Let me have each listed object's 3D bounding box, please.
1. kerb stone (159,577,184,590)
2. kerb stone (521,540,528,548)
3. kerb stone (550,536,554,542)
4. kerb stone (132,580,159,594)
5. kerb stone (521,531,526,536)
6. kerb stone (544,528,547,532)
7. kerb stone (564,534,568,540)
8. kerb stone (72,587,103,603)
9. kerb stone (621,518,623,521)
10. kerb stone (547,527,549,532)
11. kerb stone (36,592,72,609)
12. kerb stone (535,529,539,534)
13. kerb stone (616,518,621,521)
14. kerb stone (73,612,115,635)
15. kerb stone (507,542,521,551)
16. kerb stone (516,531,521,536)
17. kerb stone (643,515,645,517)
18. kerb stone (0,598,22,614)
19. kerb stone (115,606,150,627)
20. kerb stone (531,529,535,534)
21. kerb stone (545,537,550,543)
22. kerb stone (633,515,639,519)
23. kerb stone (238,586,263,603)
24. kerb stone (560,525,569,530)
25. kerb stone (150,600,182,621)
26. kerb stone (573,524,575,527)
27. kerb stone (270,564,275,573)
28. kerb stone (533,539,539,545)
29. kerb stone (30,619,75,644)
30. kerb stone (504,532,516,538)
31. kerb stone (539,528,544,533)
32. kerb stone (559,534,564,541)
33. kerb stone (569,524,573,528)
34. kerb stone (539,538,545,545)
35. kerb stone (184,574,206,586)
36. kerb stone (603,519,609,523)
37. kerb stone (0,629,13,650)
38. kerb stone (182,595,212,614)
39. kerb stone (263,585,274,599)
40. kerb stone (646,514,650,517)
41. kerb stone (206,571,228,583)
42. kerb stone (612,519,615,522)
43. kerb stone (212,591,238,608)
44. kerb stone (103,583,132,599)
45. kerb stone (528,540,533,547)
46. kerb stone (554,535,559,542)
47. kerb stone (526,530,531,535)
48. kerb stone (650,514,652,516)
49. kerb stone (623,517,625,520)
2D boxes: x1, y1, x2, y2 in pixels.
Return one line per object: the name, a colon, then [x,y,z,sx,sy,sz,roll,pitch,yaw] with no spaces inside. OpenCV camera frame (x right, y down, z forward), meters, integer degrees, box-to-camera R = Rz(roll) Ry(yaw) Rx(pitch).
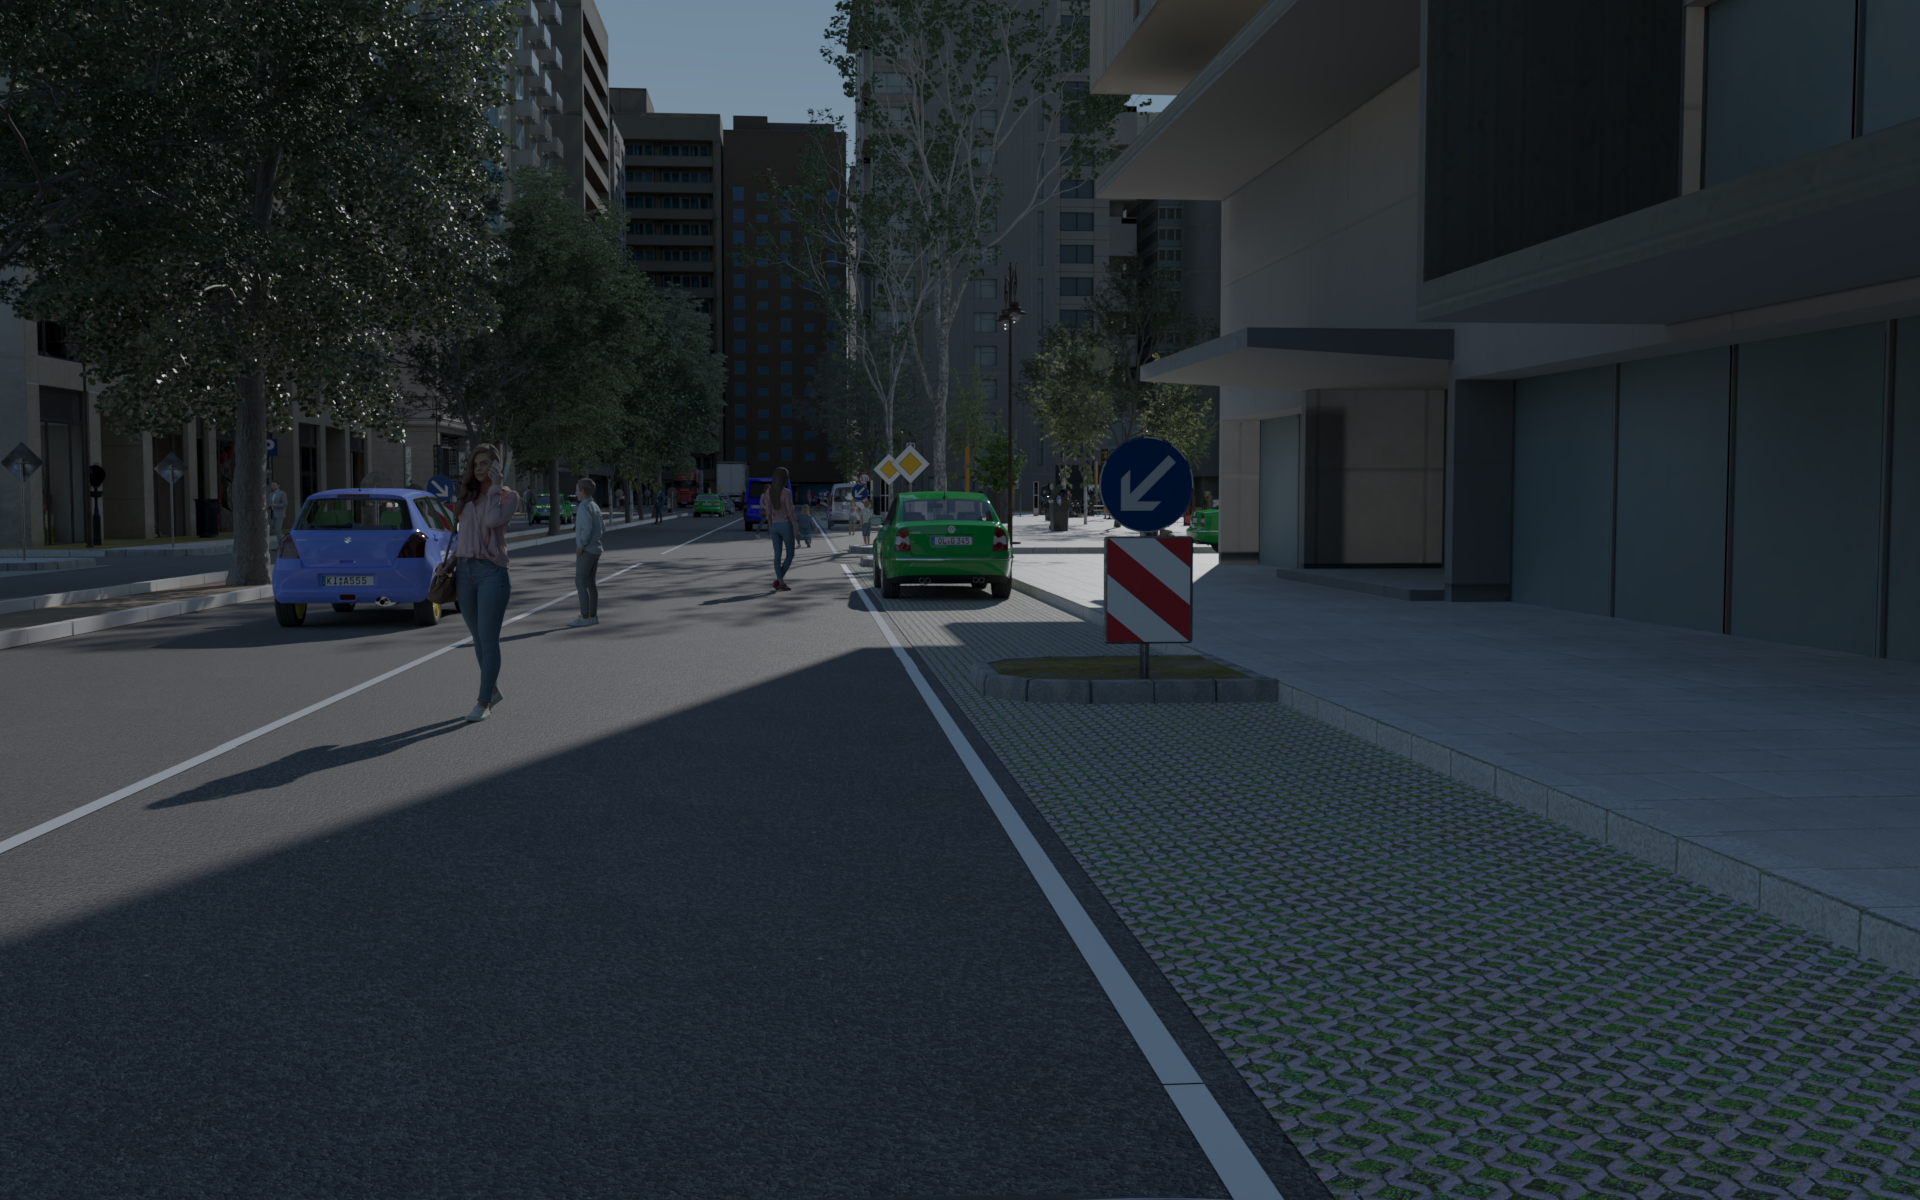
kerb stone: [-11.938,-0.233,26.005,0.120,0.150,1.000,0,4,-5]
kerb stone: [-11.724,-1.463,46.137,0.120,0.150,1.000,0,4,-5]
kerb stone: [-12.203,-1.776,51.231,0.120,0.150,1.000,0,4,-5]
kerb stone: [-11.841,-0.170,24.988,0.120,0.150,1.000,0,4,-5]
kerb stone: [-15.056,-2.260,59.190,0.120,0.150,1.000,0,4,-5]
kerb stone: [-15.544,-2.575,64.296,0.120,0.150,1.000,0,4,-5]
kerb stone: [-12.493,-1.963,54.284,0.120,0.150,1.000,0,4,-5]
kerb stone: [-11.648,-0.045,22.938,0.120,0.150,1.000,0,4,-5]
kerb stone: [-18.135,-4.261,91.864,0.120,0.150,1.000,0,4,-5]
kerb stone: [-15.644,-2.637,65.313,0.120,0.150,1.000,0,4,-5]
kerb stone: [-11.548,0.017,21.920,0.120,0.150,1.000,0,4,-5]
kerb stone: [-15.348,-2.450,62.255,0.120,0.150,1.000,0,4,-5]
kerb stone: [-18.043,-4.199,90.841,0.120,0.150,1.000,0,4,-5]
kerb stone: [-9.065,0.259,18.002,0.120,0.150,1.000,0,4,-5]
kerb stone: [-11.631,-1.402,45.119,0.120,0.150,1.000,0,4,-5]
kerb stone: [-14.970,-2.200,58.171,0.120,0.150,1.000,0,4,-5]
kerb stone: [-19.383,-5.072,105.124,0.120,0.150,1.000,0,4,-5]
kerb stone: [-11.459,0.080,20.894,0.120,0.150,1.000,0,4,-5]
kerb stone: [-9.171,0.194,19.018,0.120,0.150,1.000,0,4,-5]
kerb stone: [-15.253,-2.388,61.237,0.120,0.150,1.000,0,4,-5]
kerb stone: [-12.106,-1.711,50.208,0.120,0.150,1.000,0,4,-5]
kerb stone: [-19.198,-4.947,103.080,0.120,0.150,1.000,0,4,-5]
kerb stone: [-9.555,-0.053,23.107,0.120,0.150,1.000,0,4,-5]
kerb stone: [-16.114,-2.948,70.403,0.120,0.150,1.000,0,4,-5]
kerb stone: [-9.266,0.132,20.036,0.120,0.150,1.000,0,4,-5]
kerb stone: [-16.305,-3.074,72.454,0.120,0.150,1.000,0,4,-5]
kerb stone: [-12.416,-0.544,31.108,0.120,0.150,1.000,0,4,-5]
kerb stone: [-11.924,-1.589,48.172,0.120,0.150,1.000,0,4,-5]
kerb stone: [-8.976,0.326,16.974,0.120,0.150,1.000,0,4,-5]
kerb stone: [-14.864,-2.131,57.155,0.120,0.150,1.000,0,4,-5]
kerb stone: [-15.444,-2.508,63.279,0.120,0.150,1.000,0,4,-5]
kerb stone: [-12.394,-1.900,53.266,0.120,0.150,1.000,0,4,-5]
kerb stone: [-16.212,-3.012,71.433,0.120,0.150,1.000,0,4,-5]
kerb stone: [-12.001,-1.651,49.191,0.120,0.150,1.000,0,4,-5]
kerb stone: [-12.033,-0.293,27.029,0.120,0.150,1.000,0,4,-5]
kerb stone: [-17.657,-3.948,86.749,0.120,0.150,1.000,0,4,-5]
kerb stone: [-8.879,0.382,15.956,0.120,0.150,1.000,0,4,-5]
kerb stone: [-9.361,0.071,21.062,0.120,0.150,1.000,0,4,-5]
kerb stone: [-9.649,-0.118,24.127,0.120,0.150,1.000,0,4,-5]
kerb stone: [-19.780,-5.322,109.202,0.120,0.150,1.000,0,4,-5]
kerb stone: [-12.125,-0.358,28.047,0.120,0.150,1.000,0,4,-5]
kerb stone: [-17.747,-4.012,87.784,0.120,0.150,1.000,0,4,-5]
kerb stone: [-9.461,0.012,22.080,0.120,0.150,1.000,0,4,-5]
kerb stone: [-11.743,-0.106,23.963,0.120,0.150,1.000,0,4,-5]
kerb stone: [-11.822,-1.527,47.155,0.120,0.150,1.000,0,4,-5]
kerb stone: [-12.299,-1.838,52.249,0.120,0.150,1.000,0,4,-5]
kerb stone: [-15.157,-2.326,60.219,0.120,0.150,1.000,0,4,-5]
kerb stone: [-19.864,-5.383,110.221,0.120,0.150,1.000,0,4,-5]
kerb stone: [-18.239,-4.321,92.881,0.120,0.150,1.000,0,4,-5]
